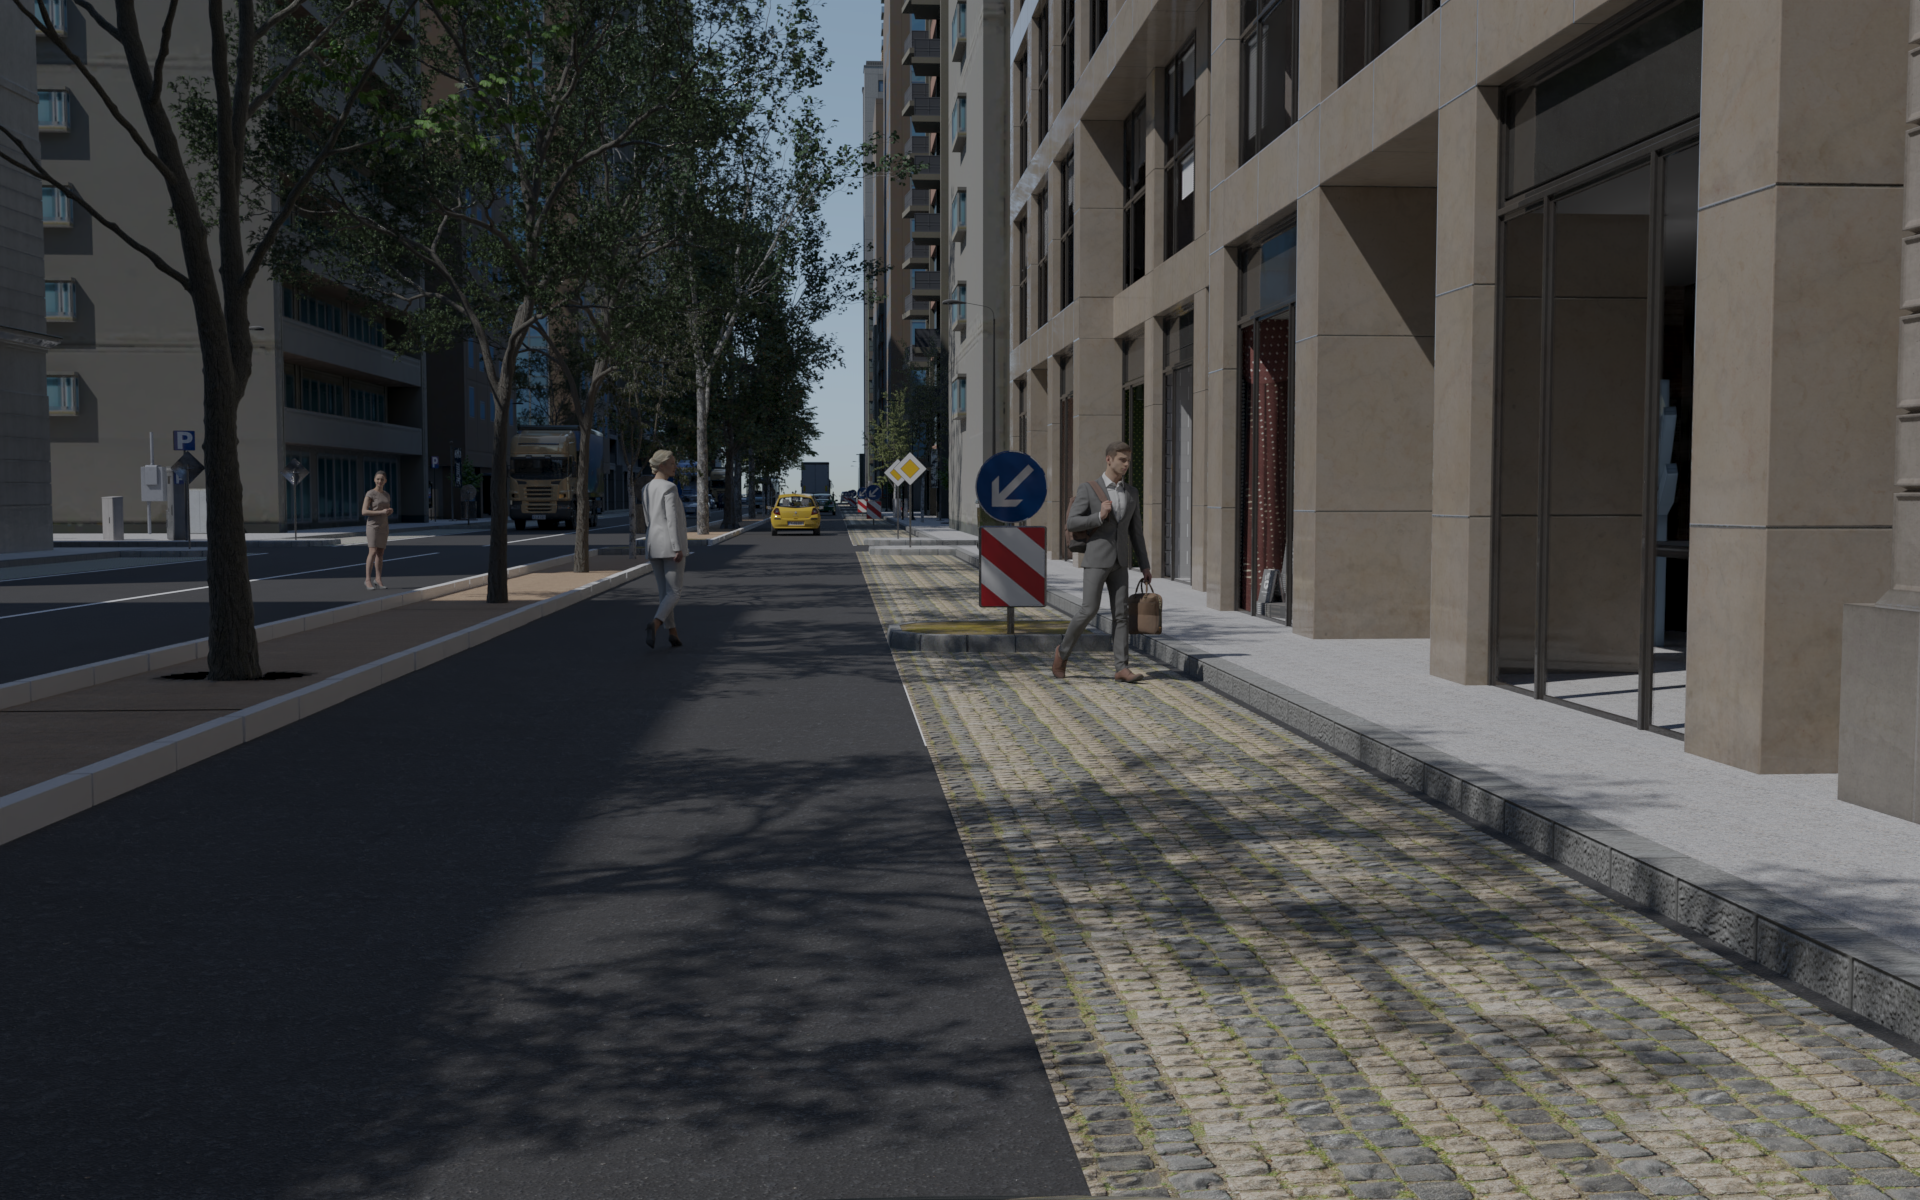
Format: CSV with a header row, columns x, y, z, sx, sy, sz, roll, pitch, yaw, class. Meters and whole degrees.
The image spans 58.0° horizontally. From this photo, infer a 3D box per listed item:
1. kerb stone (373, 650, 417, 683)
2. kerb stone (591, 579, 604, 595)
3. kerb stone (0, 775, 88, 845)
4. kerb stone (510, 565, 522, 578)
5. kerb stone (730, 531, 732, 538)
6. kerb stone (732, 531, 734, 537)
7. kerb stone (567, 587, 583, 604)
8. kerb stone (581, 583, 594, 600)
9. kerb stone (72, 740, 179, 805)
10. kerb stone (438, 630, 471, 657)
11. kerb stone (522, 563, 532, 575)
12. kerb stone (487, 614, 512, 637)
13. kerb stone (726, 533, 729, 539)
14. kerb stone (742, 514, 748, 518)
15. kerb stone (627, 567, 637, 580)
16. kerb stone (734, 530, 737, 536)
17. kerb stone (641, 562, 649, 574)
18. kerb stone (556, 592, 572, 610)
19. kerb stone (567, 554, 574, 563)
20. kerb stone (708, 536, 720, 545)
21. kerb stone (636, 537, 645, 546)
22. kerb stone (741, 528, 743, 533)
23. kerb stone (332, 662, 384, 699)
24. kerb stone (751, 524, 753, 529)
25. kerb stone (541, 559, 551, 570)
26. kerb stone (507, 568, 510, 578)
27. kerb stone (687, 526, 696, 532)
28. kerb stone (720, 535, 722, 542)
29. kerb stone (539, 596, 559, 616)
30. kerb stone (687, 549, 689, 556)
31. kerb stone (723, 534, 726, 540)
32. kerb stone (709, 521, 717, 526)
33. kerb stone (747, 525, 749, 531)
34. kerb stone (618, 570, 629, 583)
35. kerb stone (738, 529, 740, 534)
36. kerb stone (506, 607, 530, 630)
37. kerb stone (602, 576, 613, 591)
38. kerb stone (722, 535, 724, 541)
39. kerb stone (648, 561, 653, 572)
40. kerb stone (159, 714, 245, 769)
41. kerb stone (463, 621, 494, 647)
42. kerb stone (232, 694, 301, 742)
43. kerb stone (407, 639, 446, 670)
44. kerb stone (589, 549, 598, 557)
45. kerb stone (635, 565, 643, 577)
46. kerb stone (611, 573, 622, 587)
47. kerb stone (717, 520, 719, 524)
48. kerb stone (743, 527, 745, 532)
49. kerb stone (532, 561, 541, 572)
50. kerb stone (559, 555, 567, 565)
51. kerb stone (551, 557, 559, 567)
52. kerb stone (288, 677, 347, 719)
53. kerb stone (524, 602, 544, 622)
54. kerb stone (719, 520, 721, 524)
x,y,z,sx,sy,sz,roll,pitch,yaw,class
-4.454,0.529,13.553,0.120,0.150,1.000,0,4,-4,kerb stone
-5.266,-0.160,24.810,0.120,0.150,1.000,0,4,-4,kerb stone
-4.003,0.903,7.434,0.120,0.150,1.000,0,4,-4,kerb stone
-7.721,-0.462,29.751,0.120,0.150,1.000,0,4,-4,kerb stone
-7.533,-2.069,56.030,0.120,0.150,1.000,0,4,-4,kerb stone
-7.606,-2.132,57.060,0.120,0.150,1.000,0,4,-4,kerb stone
-5.119,-0.031,22.765,0.120,0.150,1.000,0,4,-4,kerb stone
-5.191,-0.091,23.785,0.120,0.150,1.000,0,4,-4,kerb stone
-4.079,0.841,8.453,0.120,0.150,1.000,0,4,-4,kerb stone
-4.594,0.405,15.597,0.120,0.150,1.000,0,4,-4,kerb stone
-7.797,-0.525,30.774,0.120,0.150,1.000,0,4,-4,kerb stone
-4.744,0.278,17.653,0.120,0.150,1.000,0,4,-4,kerb stone
-7.376,-1.944,53.979,0.120,0.150,1.000,0,4,-4,kerb stone
-13.482,-5.311,109.038,0.120,0.150,1.000,0,4,-4,kerb stone
-5.556,-0.408,28.901,0.120,0.150,1.000,0,4,-4,kerb stone
-7.669,-2.195,58.084,0.120,0.150,1.000,0,4,-4,kerb stone
-5.709,-0.535,30.940,0.120,0.150,1.000,0,4,-4,kerb stone
-5.042,0.031,21.736,0.120,0.150,1.000,0,4,-4,kerb stone
-8.188,-0.838,35.898,0.120,0.150,1.000,0,4,-4,kerb stone
-7.086,-1.693,49.889,0.120,0.150,1.000,0,4,-4,kerb stone
-9.181,-1.685,49.738,0.120,0.150,1.000,0,4,-4,kerb stone
-7.977,-2.440,62.183,0.120,0.150,1.000,0,4,-4,kerb stone
-4.380,0.591,12.531,0.120,0.150,1.000,0,4,-4,kerb stone
-8.490,-2.884,69.345,0.120,0.150,1.000,0,4,-4,kerb stone
-7.951,-0.648,32.826,0.120,0.150,1.000,0,4,-4,kerb stone
-7.658,-0.400,28.731,0.120,0.150,1.000,0,4,-4,kerb stone
-10.442,-2.747,67.118,0.120,0.150,1.000,0,4,-4,kerb stone
-7.165,-1.756,50.908,0.120,0.150,1.000,0,4,-4,kerb stone
-4.969,0.091,20.711,0.120,0.150,1.000,0,4,-4,kerb stone
-6.380,-1.094,40.144,0.120,0.150,1.000,0,4,-4,kerb stone
-7.313,-1.881,52.951,0.120,0.150,1.000,0,4,-4,kerb stone
-11.331,-3.495,79.386,0.120,0.150,1.000,0,4,-4,kerb stone
-8.274,-2.693,66.271,0.120,0.150,1.000,0,4,-4,kerb stone
-5.491,-0.347,27.872,0.120,0.150,1.000,0,4,-4,kerb stone
-7.823,-2.316,60.135,0.120,0.150,1.000,0,4,-4,kerb stone
-4.816,0.215,18.672,0.120,0.150,1.000,0,4,-4,kerb stone
-5.341,-0.221,25.829,0.120,0.150,1.000,0,4,-4,kerb stone
-7.233,-1.815,51.930,0.120,0.150,1.000,0,4,-4,kerb stone
-5.783,-0.595,31.961,0.120,0.150,1.000,0,4,-4,kerb stone
-4.155,0.778,9.472,0.120,0.150,1.000,0,4,-4,kerb stone
-4.662,0.341,16.624,0.120,0.150,1.000,0,4,-4,kerb stone
-4.223,0.716,10.493,0.120,0.150,1.000,0,4,-4,kerb stone
-4.519,0.466,14.578,0.120,0.150,1.000,0,4,-4,kerb stone
-8.475,-1.088,39.992,0.120,0.150,1.000,0,4,-4,kerb stone
-5.635,-0.470,29.920,0.120,0.150,1.000,0,4,-4,kerb stone
-5.407,-0.285,26.849,0.120,0.150,1.000,0,4,-4,kerb stone
-11.413,-3.560,80.404,0.120,0.150,1.000,0,4,-4,kerb stone
-8.042,-2.505,63.203,0.120,0.150,1.000,0,4,-4,kerb stone
-7.879,-0.588,31.806,0.120,0.150,1.000,0,4,-4,kerb stone
-8.100,-0.776,34.876,0.120,0.150,1.000,0,4,-4,kerb stone
-8.029,-0.713,33.848,0.120,0.150,1.000,0,4,-4,kerb stone
-4.296,0.657,11.513,0.120,0.150,1.000,0,4,-4,kerb stone
-4.904,0.153,19.691,0.120,0.150,1.000,0,4,-4,kerb stone
-11.473,-3.623,81.433,0.120,0.150,1.000,0,4,-4,kerb stone
